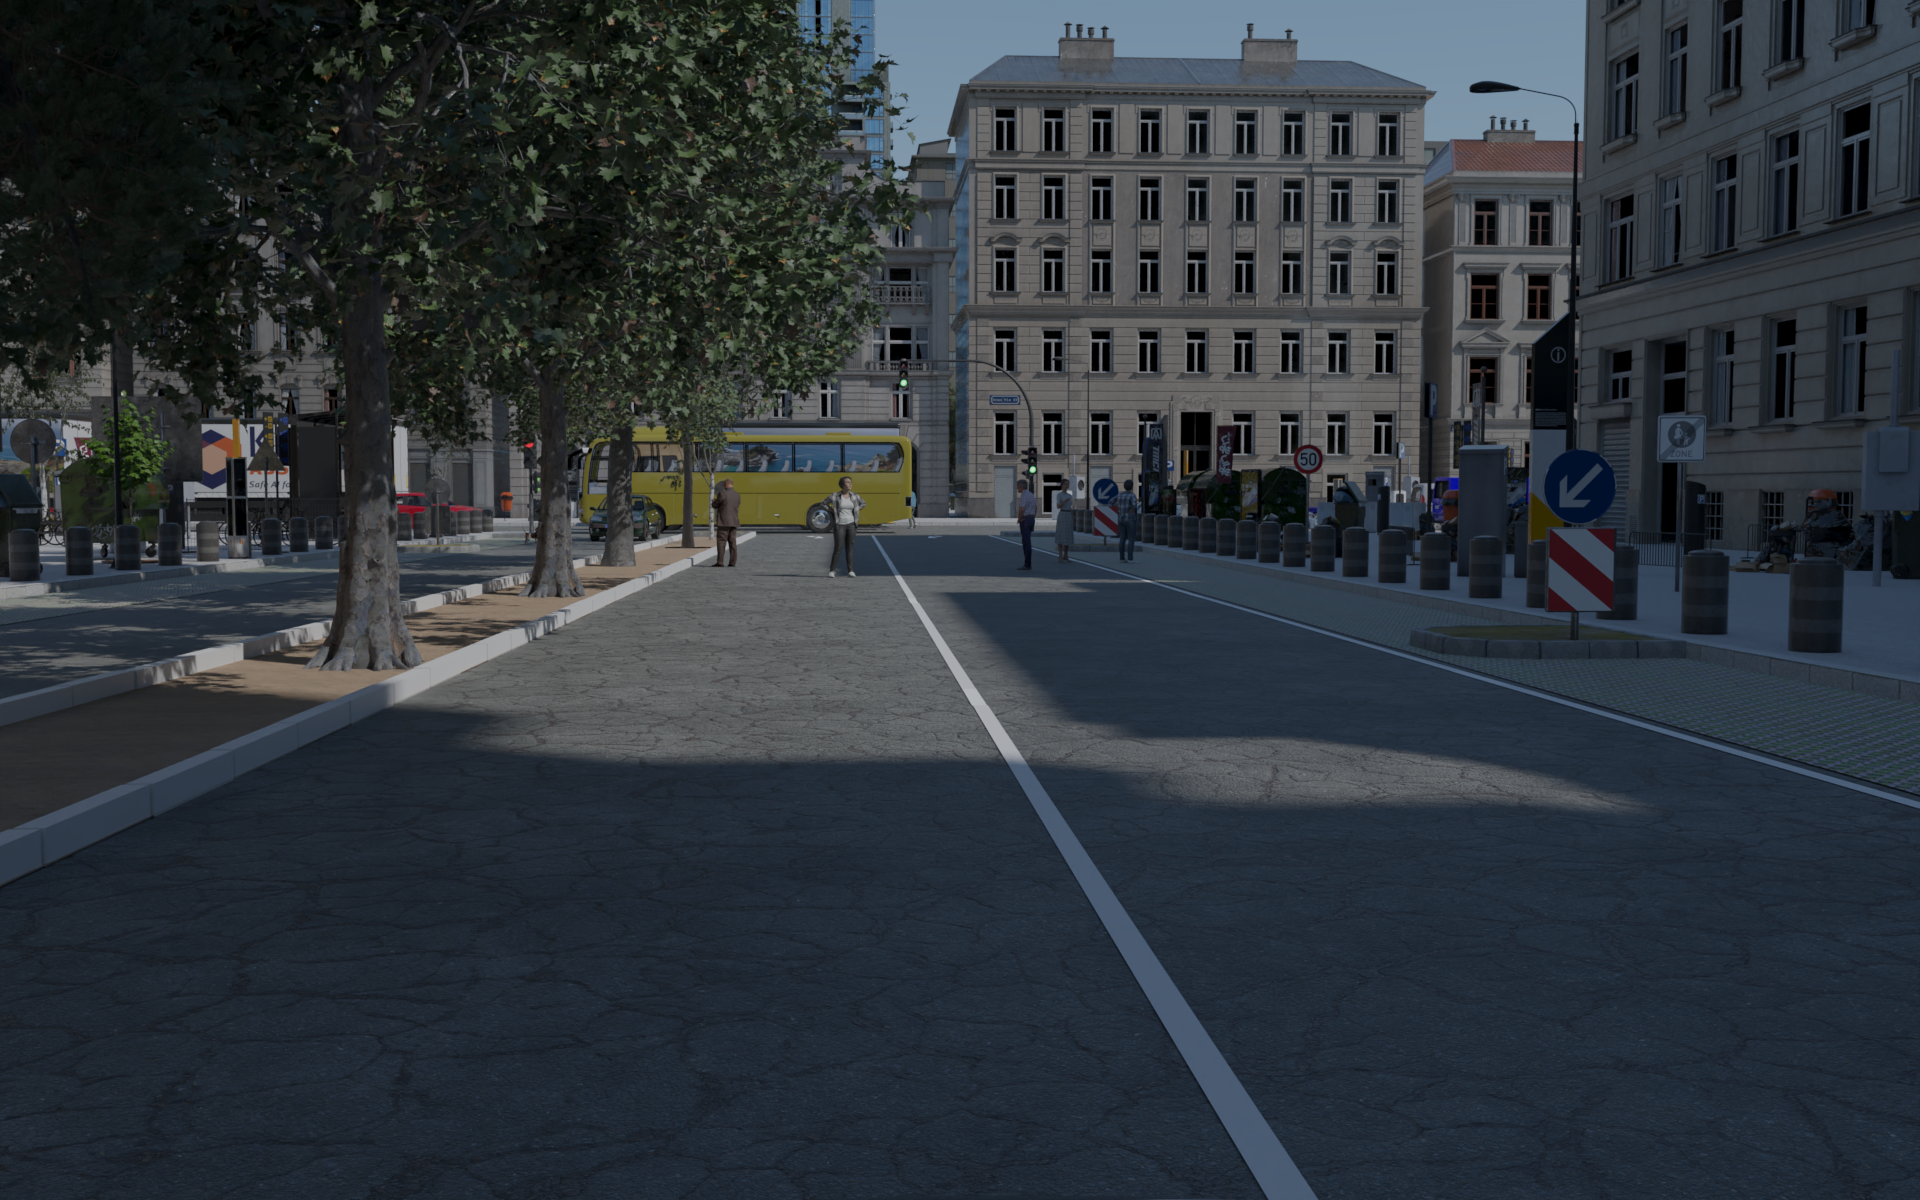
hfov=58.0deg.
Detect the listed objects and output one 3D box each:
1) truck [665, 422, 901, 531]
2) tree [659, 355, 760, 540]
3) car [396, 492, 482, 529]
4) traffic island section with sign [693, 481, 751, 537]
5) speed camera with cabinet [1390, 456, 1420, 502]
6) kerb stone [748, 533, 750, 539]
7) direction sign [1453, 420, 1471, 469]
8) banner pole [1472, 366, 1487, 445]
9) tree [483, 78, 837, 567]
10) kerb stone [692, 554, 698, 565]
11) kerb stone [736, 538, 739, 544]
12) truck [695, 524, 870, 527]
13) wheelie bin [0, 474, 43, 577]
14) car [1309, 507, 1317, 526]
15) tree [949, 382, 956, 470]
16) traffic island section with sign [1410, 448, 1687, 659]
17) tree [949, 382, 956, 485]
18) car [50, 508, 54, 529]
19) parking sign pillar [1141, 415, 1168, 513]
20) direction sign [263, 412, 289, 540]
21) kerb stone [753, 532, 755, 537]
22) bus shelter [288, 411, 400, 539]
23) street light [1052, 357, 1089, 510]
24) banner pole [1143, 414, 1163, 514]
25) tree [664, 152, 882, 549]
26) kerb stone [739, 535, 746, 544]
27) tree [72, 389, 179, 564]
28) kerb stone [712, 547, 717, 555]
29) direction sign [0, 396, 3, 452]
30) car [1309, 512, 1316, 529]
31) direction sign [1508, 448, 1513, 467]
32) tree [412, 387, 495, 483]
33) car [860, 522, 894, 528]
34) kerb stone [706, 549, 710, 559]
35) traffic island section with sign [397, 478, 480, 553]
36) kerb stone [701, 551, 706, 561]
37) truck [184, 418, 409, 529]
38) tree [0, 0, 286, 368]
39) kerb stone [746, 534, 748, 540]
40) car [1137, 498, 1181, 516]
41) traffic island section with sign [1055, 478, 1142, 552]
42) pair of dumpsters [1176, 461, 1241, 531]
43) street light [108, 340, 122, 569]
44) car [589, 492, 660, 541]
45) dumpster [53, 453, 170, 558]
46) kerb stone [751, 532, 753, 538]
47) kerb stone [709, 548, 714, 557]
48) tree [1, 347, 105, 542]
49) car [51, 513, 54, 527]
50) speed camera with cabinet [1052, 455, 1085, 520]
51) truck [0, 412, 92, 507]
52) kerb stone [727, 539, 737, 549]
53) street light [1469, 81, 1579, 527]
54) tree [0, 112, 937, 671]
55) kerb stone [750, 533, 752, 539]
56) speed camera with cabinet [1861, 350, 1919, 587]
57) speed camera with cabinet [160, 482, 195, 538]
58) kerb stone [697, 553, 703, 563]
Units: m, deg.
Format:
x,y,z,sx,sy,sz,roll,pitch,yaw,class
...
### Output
x,y,z,sx,sy,sz,roll,pitch,yaw,class
-8.045,-4.889,68.846,11.283,4.237,2.839,0,4,-5,truck
-7.684,-6.147,53.318,4.360,8.622,3.978,0,3,0,tree
-18.763,-3.182,61.060,4.494,1.783,2.155,0,4,-2,car
-8.019,-3.078,58.455,2.006,1.907,1.989,0,4,-4,traffic island section with sign
22.984,-5.845,89.897,2.038,3.252,0.660,-3,4,-36,speed camera with cabinet
-6.629,-1.901,53.275,0.120,0.150,1.000,0,4,-4,kerb stone
15.525,-3.769,53.625,0.379,3.537,0.876,-1,4,-18,direction sign
10.265,-2.709,34.305,0.401,3.779,0.863,0,4,-2,banner pole
-6.759,-7.632,33.893,9.857,13.997,8.962,0,3,0,tree
-5.420,-0.774,34.843,0.120,0.150,1.000,0,4,-4,kerb stone
-6.298,-1.588,48.163,0.120,0.150,1.000,0,4,-4,kerb stone
-7.658,-5.340,76.223,11.283,4.237,2.839,0,4,-3,truck
-14.769,-1.161,26.894,0.693,1.594,0.980,1,4,15,wheelie bin
14.431,-3.907,76.456,3.894,1.354,1.945,0,4,-5,car
-2.061,-15.877,167.005,7.806,13.903,7.818,0,3,0,tree
5.254,-0.444,15.890,1.989,1.847,2.006,0,4,-4,traffic island section with sign
-3.051,-16.931,183.475,9.857,13.997,8.962,0,3,0,tree
-35.376,-3.794,71.071,4.494,1.783,2.155,0,4,-4,car
6.567,-4.281,58.471,1.447,3.967,1.447,2,4,30,parking sign pillar
-18.969,-3.431,48.102,0.379,3.537,0.876,2,4,26,direction sign
-6.830,-2.089,56.353,0.120,0.150,1.000,0,4,-4,kerb stone
-17.857,-3.638,50.771,1.731,3.624,6.357,0,4,-4,bus shelter
3.816,-5.279,58.861,1.470,5.913,1.316,0,4,-4,street light
6.008,-3.935,54.351,0.863,3.779,0.401,2,4,32,banner pole
-7.098,-8.079,44.921,12.009,13.543,11.850,0,3,0,tree
-6.489,-1.772,51.230,0.120,0.150,1.000,0,4,-4,kerb stone
-15.493,-2.287,32.000,1.663,3.219,1.824,0,3,0,tree
-5.760,-1.087,39.964,0.120,0.150,1.000,0,4,-4,kerb stone
-18.207,-2.461,32.240,0.876,3.537,0.379,1,4,10,direction sign
10.757,-3.142,63.378,4.499,1.417,2.014,0,4,-2,car
27.040,-5.697,85.149,0.379,3.537,0.876,2,4,33,direction sign
-25.017,-8.176,84.044,4.360,8.622,3.978,0,3,0,tree
-4.777,-3.869,73.487,3.980,1.641,2.015,0,4,-4,car
-5.624,-0.962,37.917,0.120,0.150,1.000,0,4,-4,kerb stone
-13.013,-2.097,42.920,1.989,1.847,2.006,0,4,-4,traffic island section with sign
-5.556,-0.899,36.892,0.120,0.150,1.000,0,4,-4,kerb stone
-26.817,-4.676,65.361,11.283,4.237,2.839,0,4,-5,truck
-4.946,-4.976,5.873,6.751,12.117,7.091,0,3,0,tree
-6.566,-1.836,52.253,0.120,0.150,1.000,0,4,-4,kerb stone
8.008,-3.731,73.012,4.499,1.417,2.014,0,4,-6,car
3.443,-2.135,43.540,1.989,1.847,2.006,0,4,-4,traffic island section with sign
7.496,-2.958,50.850,1.574,2.255,4.437,0,4,-4,pair of dumpsters
-13.943,-3.497,29.723,1.470,5.913,1.316,0,4,-4,street light
-10.392,-2.690,53.775,2.009,1.686,4.222,0,4,-2,car
-16.691,-1.933,34.100,1.502,2.255,1.985,0,4,-4,dumpster
-6.767,-2.026,55.326,0.120,0.150,1.000,0,4,-4,kerb stone
-5.693,-1.019,38.939,0.120,0.150,1.000,0,4,-4,kerb stone
-24.645,-5.866,46.278,4.360,8.622,3.978,0,3,0,tree
-33.277,-3.501,67.470,3.980,1.641,2.015,0,4,-4,car
5.417,-5.633,86.440,0.660,3.252,2.038,3,5,40,speed camera with cabinet
-36.471,-4.370,60.370,11.283,4.237,2.839,0,4,-4,truck
-6.224,-1.525,47.133,0.120,0.150,1.000,0,4,-4,kerb stone
6.423,-2.883,19.684,1.470,5.913,1.316,0,4,-4,street light
-4.909,-5.790,14.140,9.611,12.733,9.660,0,3,0,tree
-6.700,-1.963,54.297,0.120,0.150,1.000,0,4,-4,kerb stone
13.560,-1.801,23.788,2.038,3.252,0.660,1,4,22,speed camera with cabinet
-23.112,-3.414,50.161,2.038,3.252,0.660,2,4,27,speed camera with cabinet
-5.487,-0.830,35.867,0.120,0.150,1.000,0,4,-4,kerb stone
